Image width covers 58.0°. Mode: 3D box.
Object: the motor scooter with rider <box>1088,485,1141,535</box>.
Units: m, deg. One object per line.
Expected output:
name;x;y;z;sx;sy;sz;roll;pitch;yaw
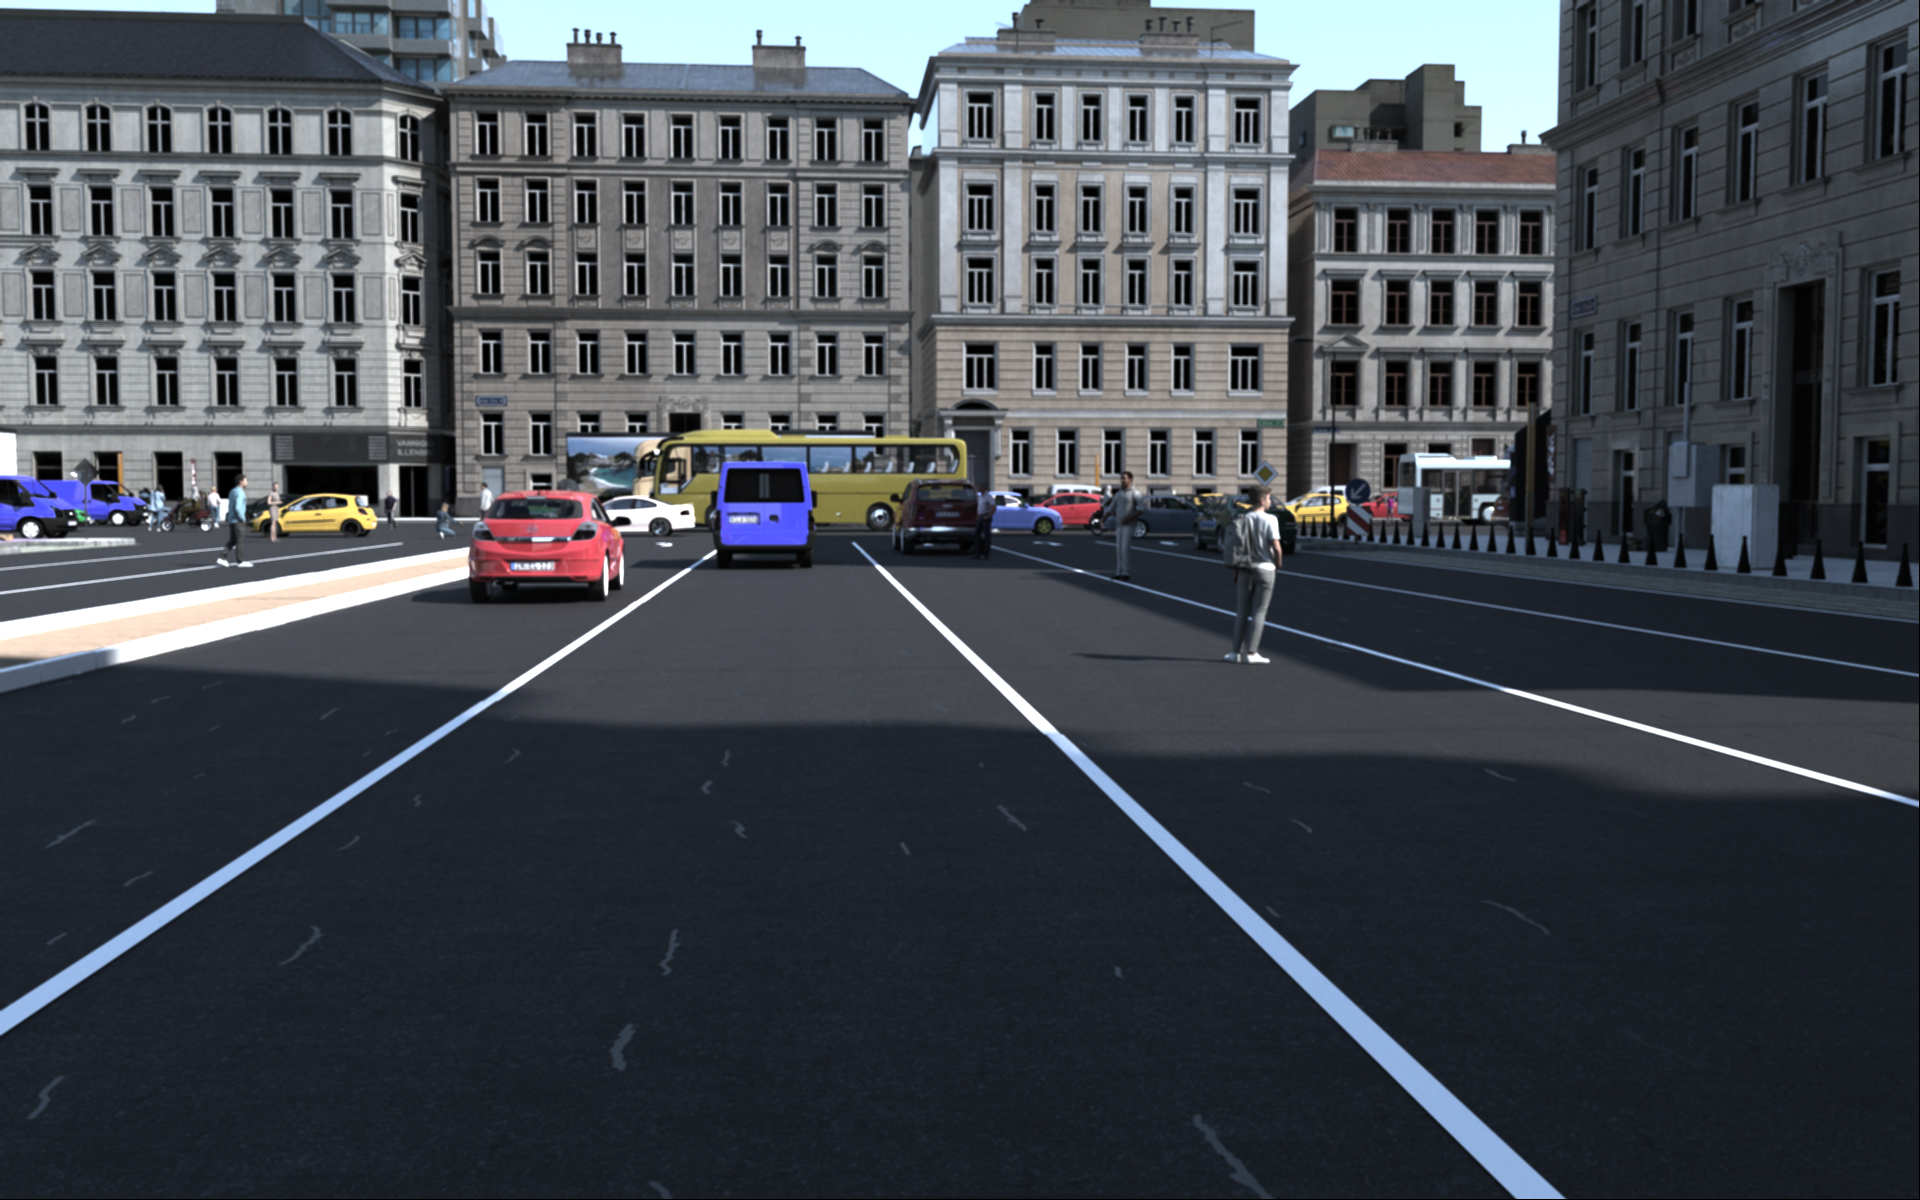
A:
motor scooter with rider;5.448;-3.148;60.429;1.986;1.779;0.876;0;4;-6

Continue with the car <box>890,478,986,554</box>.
car;-0.547;-2.093;42.886;2.281;1.827;5.304;0;4;-6

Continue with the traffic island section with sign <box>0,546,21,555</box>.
traffic island section with sign;-23.538;-1.984;41.059;1.989;1.847;2.006;0;4;-5

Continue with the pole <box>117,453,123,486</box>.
pole;-42.191;-5.701;87.046;0.158;3.312;0.155;0;3;0

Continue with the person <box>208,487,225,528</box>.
person;-31.266;-3.891;72.795;0.731;1.740;0.598;-1;4;-14

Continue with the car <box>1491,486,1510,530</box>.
car;20.820;-3.074;58.933;5.304;1.827;2.281;0;4;-6

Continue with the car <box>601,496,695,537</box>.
car;-11.464;-2.853;59.001;4.827;1.381;2.083;0;4;-4

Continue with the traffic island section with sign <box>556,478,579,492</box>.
traffic island section with sign;-11.421;-2.565;50.078;2.006;1.907;1.989;0;4;-5

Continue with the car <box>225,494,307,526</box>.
car;-30.866;-4.178;78.101;4.222;1.686;2.009;0;4;-6

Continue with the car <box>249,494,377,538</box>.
car;-21.640;-2.919;57.942;3.980;1.641;2.015;0;4;-7

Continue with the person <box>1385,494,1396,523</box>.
person;21.559;-4.580;86.621;0.726;1.435;0.776;0;4;2

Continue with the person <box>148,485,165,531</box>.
person;-31.046;-3.554;66.879;0.793;1.790;0.793;-1;4;-23

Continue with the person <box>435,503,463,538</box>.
person;-16.744;-2.585;56.259;1.012;1.151;0.738;3;4;38

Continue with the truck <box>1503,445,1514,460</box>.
truck;35.429;-5.866;85.667;18.799;4.110;2.967;0;4;-7

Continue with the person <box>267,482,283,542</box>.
person;-20.529;-2.636;51.933;0.374;1.781;0.599;1;4;11

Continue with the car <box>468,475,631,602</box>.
car;-5.788;-0.948;24.548;2.155;1.783;4.494;0;4;-7

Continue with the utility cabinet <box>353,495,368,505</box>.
utility cabinet;-30.490;-4.705;88.090;0.306;1.237;1.020;1;4;11

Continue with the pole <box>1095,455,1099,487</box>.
pole;7.115;-5.879;89.959;0.158;3.312;0.155;0;3;0

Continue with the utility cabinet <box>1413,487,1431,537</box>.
utility cabinet;13.690;-2.607;51.297;0.318;1.500;1.173;2;4;25

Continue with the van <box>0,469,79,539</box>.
van;-30.189;-3.011;53.613;5.245;2.365;2.240;0;4;-4

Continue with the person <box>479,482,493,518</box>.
person;-16.473;-3.186;60.429;0.795;1.843;0.661;1;4;14

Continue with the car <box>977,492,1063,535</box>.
car;1.771;-3.139;60.911;3.694;1.707;1.945;0;4;-5

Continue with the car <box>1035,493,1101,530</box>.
car;3.959;-3.679;69.187;4.494;1.783;2.155;0;4;-7

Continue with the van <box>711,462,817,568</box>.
van;-3.984;-1.888;35.246;2.240;2.365;5.245;0;4;-6

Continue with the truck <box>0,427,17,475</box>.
truck;-45.439;-5.065;71.724;11.283;4.237;2.839;0;4;-7

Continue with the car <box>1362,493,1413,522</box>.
car;21.691;-4.850;88.330;4.494;1.783;2.155;0;4;-6

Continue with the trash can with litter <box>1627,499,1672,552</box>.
trash can with litter;15.316;-1.668;38.667;0.624;1.170;1.055;-3;5;-42

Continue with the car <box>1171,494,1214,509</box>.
car;11.278;-4.449;82.529;4.222;1.686;2.009;0;4;-6

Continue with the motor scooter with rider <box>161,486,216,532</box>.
motor scooter with rider;-29.497;-3.501;66.208;1.986;1.779;0.876;0;4;-7

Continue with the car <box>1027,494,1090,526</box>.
car;4.464;-3.775;71.501;4.222;1.686;2.009;0;4;-5

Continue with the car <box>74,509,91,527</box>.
car;-35.675;-3.493;65.899;4.718;1.807;1.959;0;4;-7

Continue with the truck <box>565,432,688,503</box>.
truck;-12.327;-5.573;80.029;11.283;4.237;2.839;0;4;-5

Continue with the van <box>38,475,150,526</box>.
van;-39.054;-4.460;77.299;5.245;2.365;2.240;0;4;-5

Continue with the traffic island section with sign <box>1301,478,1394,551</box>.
traffic island section with sign;9.796;-2.173;44.155;1.989;1.847;2.006;0;4;-5

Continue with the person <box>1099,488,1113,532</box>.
person;5.558;-3.418;65.843;0.517;1.644;0.566;0;4;3

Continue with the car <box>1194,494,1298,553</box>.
car;7.090;-1.927;43.304;2.131;1.459;4.920;0;4;-4

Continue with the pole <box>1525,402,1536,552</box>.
pole;12.688;-2.733;38.522;0.158;3.312;0.155;0;3;0

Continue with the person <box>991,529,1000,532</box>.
person;1.301;-2.828;65.220;0.381;0.543;0.357;2;4;25

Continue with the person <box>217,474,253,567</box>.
person;-14.341;-1.571;34.201;0.620;1.820;0.660;-3;5;-44

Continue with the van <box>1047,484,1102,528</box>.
van;5.731;-4.152;74.894;4.112;2.044;2.013;0;4;-6

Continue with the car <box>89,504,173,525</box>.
car;-39.322;-4.248;81.458;4.499;1.417;2.014;0;4;-6

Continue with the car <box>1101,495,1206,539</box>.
car;6.862;-2.720;56.479;4.499;1.417;2.014;0;4;-6

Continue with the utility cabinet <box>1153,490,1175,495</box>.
utility cabinet;10.838;-5.090;91.903;1.173;1.500;0.318;2;4;34

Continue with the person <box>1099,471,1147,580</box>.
person;2.671;-1.225;28.683;0.875;1.805;0.789;3;5;43

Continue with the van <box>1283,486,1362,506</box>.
van;17.608;-4.760;84.831;4.112;2.044;2.013;0;4;-4

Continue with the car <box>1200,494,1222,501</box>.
car;13.003;-4.651;86.262;3.980;1.641;2.015;0;4;-4

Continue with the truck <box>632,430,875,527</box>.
truck;-9.460;-5.378;76.843;11.283;4.237;2.839;0;4;-6

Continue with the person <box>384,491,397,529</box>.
person;-23.332;-3.698;71.175;0.471;1.553;0.569;-3;5;-43

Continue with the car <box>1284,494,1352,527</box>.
car;15.210;-4.004;75.688;3.980;1.641;2.015;0;4;-7
